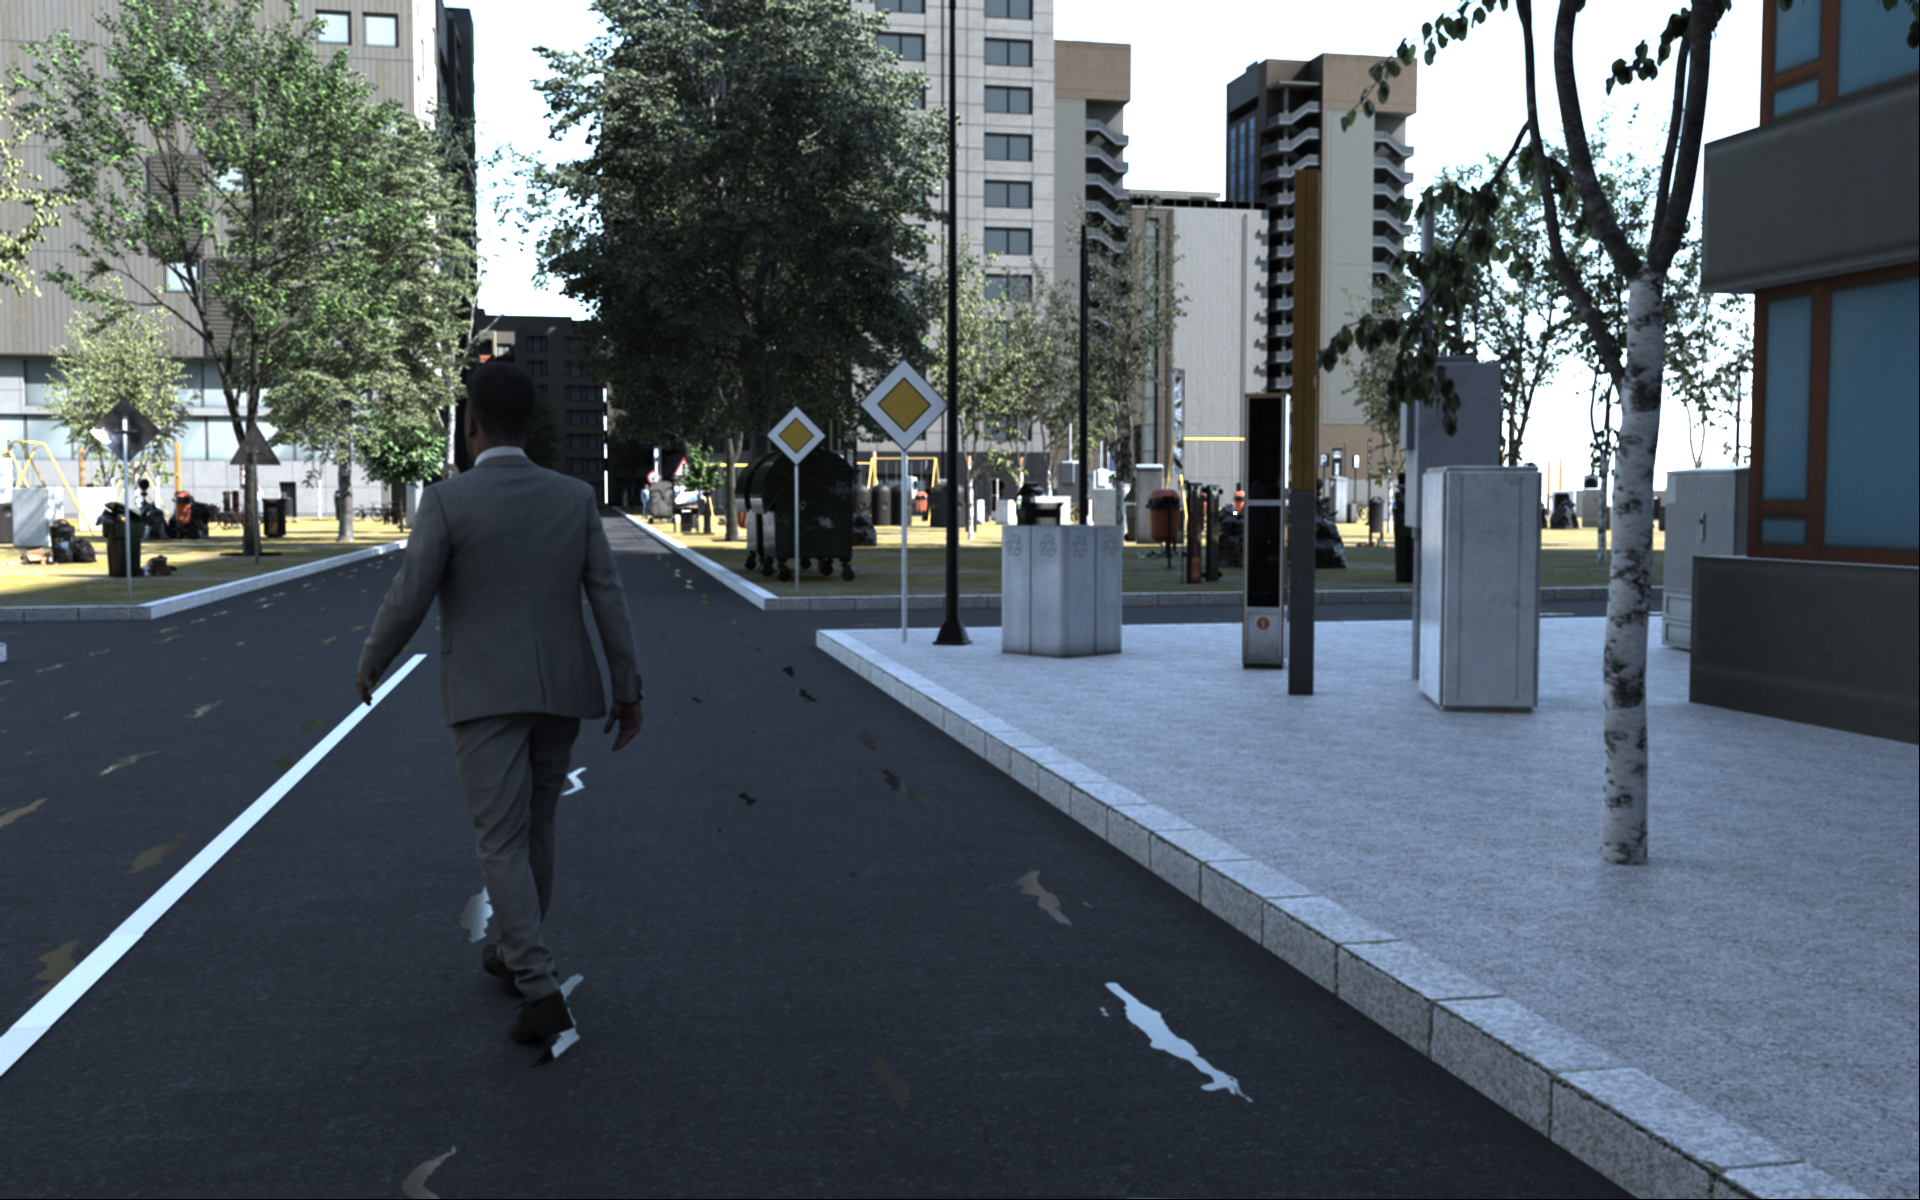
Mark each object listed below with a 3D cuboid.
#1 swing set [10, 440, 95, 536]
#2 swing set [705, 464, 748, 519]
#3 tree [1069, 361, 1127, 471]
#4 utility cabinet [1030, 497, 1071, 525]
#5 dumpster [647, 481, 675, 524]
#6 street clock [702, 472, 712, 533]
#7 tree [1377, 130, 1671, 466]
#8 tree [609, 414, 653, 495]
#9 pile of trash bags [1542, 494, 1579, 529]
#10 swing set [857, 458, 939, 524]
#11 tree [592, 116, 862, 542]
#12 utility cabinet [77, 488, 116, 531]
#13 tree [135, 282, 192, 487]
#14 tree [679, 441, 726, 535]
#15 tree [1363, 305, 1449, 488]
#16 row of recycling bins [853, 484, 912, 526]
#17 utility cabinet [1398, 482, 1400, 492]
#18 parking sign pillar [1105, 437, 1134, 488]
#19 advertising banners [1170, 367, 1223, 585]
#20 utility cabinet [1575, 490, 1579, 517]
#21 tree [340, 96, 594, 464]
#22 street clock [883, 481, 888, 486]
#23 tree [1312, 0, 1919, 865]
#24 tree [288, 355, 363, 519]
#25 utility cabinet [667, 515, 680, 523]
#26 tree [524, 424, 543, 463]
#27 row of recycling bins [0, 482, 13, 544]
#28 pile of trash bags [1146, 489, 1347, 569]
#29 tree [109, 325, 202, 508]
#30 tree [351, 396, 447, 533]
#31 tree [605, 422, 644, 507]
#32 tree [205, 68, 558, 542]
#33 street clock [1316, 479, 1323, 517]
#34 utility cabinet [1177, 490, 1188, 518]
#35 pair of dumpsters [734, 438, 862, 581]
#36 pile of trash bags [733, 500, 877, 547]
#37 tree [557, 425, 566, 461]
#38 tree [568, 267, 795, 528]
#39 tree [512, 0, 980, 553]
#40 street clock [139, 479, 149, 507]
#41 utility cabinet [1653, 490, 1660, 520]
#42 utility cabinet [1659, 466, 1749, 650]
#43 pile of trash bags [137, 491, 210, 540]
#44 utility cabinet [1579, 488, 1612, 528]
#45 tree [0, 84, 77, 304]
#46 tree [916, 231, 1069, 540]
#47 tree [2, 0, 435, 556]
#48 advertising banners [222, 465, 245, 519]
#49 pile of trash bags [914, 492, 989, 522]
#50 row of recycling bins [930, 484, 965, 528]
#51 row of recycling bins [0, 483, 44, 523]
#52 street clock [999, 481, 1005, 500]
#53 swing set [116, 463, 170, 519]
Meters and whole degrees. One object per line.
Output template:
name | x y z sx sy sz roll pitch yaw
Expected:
swing set | -27.419 -3.267 51.035 2.862 2.851 3.119 -1 4 -16
swing set | -12.681 -5.922 94.449 3.119 2.851 2.862 -2 4 -25
tree | 6.490 -8.576 90.573 4.737 8.622 4.395 0 3 0
utility cabinet | 2.291 -2.010 44.023 1.020 1.237 0.306 -2 4 -24
dumpster | -12.801 -4.209 74.584 1.264 1.857 1.865 -1 4 -12
street clock | -8.326 -3.208 57.015 0.358 2.002 0.471 -2 4 -29
tree | 15.905 -7.548 49.167 9.928 11.665 9.643 0 3 0
tree | -29.434 -12.528 155.202 4.360 8.622 3.978 0 3 0
pile of trash bags | 21.573 -3.388 65.149 3.447 1.369 1.912 3 5 44
swing set | -2.542 -4.724 74.862 3.119 2.851 2.862 1 4 12
tree | -6.137 -7.399 46.726 9.928 11.665 9.643 0 3 0
utility cabinet | -30.065 -3.161 60.360 1.173 1.500 0.318 -3 4 -36
tree | -27.005 -6.487 56.420 4.737 8.622 4.395 0 3 0
tree | -8.318 -3.666 54.548 1.663 3.219 1.824 0 3 0
tree | 16.693 -6.973 64.378 4.737 8.622 4.395 0 3 0
row of recycling bins | -3.607 -3.848 70.025 3.534 1.692 1.069 -2 4 -25
utility cabinet | 7.683 -1.183 28.023 1.173 1.500 0.318 0 4 -7
parking sign pillar | 7.492 -5.689 81.494 1.447 3.967 1.447 -1 4 -16
advertising banners | 3.383 -1.753 24.851 0.090 3.025 2.074 2 4 28
utility cabinet | 33.830 -5.261 94.703 0.318 1.500 1.173 -1 4 -17
tree | -23.233 -13.787 81.303 12.611 20.169 13.585 0 3 0
street clock | -4.152 -5.592 96.002 0.358 2.002 0.471 0 4 6
tree | 2.489 -3.401 5.976 4.360 8.622 3.978 0 3 0
tree | -33.294 -8.554 90.225 4.360 8.622 3.978 0 3 0
utility cabinet | -12.442 -4.159 76.680 0.318 1.500 1.173 3 4 37
tree | -41.324 -12.966 162.349 4.360 8.622 3.978 0 3 0
row of recycling bins | -25.549 -2.357 45.656 1.069 1.692 3.534 -3 4 -38
pile of trash bags | 4.911 -1.257 30.305 3.447 1.369 1.912 -1 4 -14
tree | -35.120 -7.654 75.497 4.360 8.622 3.978 0 3 0
tree | -18.455 -4.492 57.166 4.285 4.588 4.351 0 3 0
tree | -31.890 -13.166 165.624 4.737 8.622 4.395 0 3 0
tree | -16.505 -7.868 46.763 7.486 12.596 7.792 0 3 0
street clock | 16.700 -4.657 80.711 0.358 2.002 0.471 -1 4 -13
utility cabinet | 11.870 -4.990 90.261 0.318 1.500 1.173 -3 5 -43
pair of dumpsters | -2.596 -1.524 27.403 1.574 2.255 4.437 -1 4 -12
pile of trash bags | -3.845 -1.997 42.408 3.447 1.369 1.912 -1 4 -22
tree | -42.339 -15.372 169.455 7.486 12.596 7.792 0 3 0
tree | -10.134 -7.997 65.163 8.767 10.594 7.601 -2 4 -26
tree | -4.456 -8.006 37.547 9.857 13.997 8.962 0 3 0
street clock | -39.708 -4.878 84.317 0.358 2.002 0.471 1 4 14
utility cabinet | 33.989 -4.627 84.331 1.173 1.500 0.318 3 5 45
utility cabinet | 6.042 -0.319 13.898 0.318 1.500 1.173 0 4 -2
pile of trash bags | -22.266 -2.406 49.095 1.912 1.369 3.447 -2 4 -34
utility cabinet | 24.059 -3.473 65.470 0.318 1.500 1.173 -2 4 -25
tree | -16.358 -4.709 27.359 4.737 8.622 4.395 0 3 0
tree | 0.369 -5.998 48.425 4.737 8.622 4.395 0 3 0
tree | -14.907 -6.727 35.737 9.928 11.665 9.643 0 3 0
advertising banners | -36.848 -5.616 88.015 0.090 3.025 2.074 1 4 10
pile of trash bags | -0.465 -4.288 79.858 3.447 1.369 1.912 -1 4 -22
row of recycling bins | -0.451 -3.688 67.414 1.069 1.692 3.534 -1 4 -11
row of recycling bins | -45.901 -4.718 84.256 1.069 1.692 3.534 1 4 23
street clock | 2.253 -5.618 96.425 0.471 2.002 0.358 1 4 15
swing set | -41.866 -5.518 87.844 2.862 2.851 3.119 -2 4 -33
